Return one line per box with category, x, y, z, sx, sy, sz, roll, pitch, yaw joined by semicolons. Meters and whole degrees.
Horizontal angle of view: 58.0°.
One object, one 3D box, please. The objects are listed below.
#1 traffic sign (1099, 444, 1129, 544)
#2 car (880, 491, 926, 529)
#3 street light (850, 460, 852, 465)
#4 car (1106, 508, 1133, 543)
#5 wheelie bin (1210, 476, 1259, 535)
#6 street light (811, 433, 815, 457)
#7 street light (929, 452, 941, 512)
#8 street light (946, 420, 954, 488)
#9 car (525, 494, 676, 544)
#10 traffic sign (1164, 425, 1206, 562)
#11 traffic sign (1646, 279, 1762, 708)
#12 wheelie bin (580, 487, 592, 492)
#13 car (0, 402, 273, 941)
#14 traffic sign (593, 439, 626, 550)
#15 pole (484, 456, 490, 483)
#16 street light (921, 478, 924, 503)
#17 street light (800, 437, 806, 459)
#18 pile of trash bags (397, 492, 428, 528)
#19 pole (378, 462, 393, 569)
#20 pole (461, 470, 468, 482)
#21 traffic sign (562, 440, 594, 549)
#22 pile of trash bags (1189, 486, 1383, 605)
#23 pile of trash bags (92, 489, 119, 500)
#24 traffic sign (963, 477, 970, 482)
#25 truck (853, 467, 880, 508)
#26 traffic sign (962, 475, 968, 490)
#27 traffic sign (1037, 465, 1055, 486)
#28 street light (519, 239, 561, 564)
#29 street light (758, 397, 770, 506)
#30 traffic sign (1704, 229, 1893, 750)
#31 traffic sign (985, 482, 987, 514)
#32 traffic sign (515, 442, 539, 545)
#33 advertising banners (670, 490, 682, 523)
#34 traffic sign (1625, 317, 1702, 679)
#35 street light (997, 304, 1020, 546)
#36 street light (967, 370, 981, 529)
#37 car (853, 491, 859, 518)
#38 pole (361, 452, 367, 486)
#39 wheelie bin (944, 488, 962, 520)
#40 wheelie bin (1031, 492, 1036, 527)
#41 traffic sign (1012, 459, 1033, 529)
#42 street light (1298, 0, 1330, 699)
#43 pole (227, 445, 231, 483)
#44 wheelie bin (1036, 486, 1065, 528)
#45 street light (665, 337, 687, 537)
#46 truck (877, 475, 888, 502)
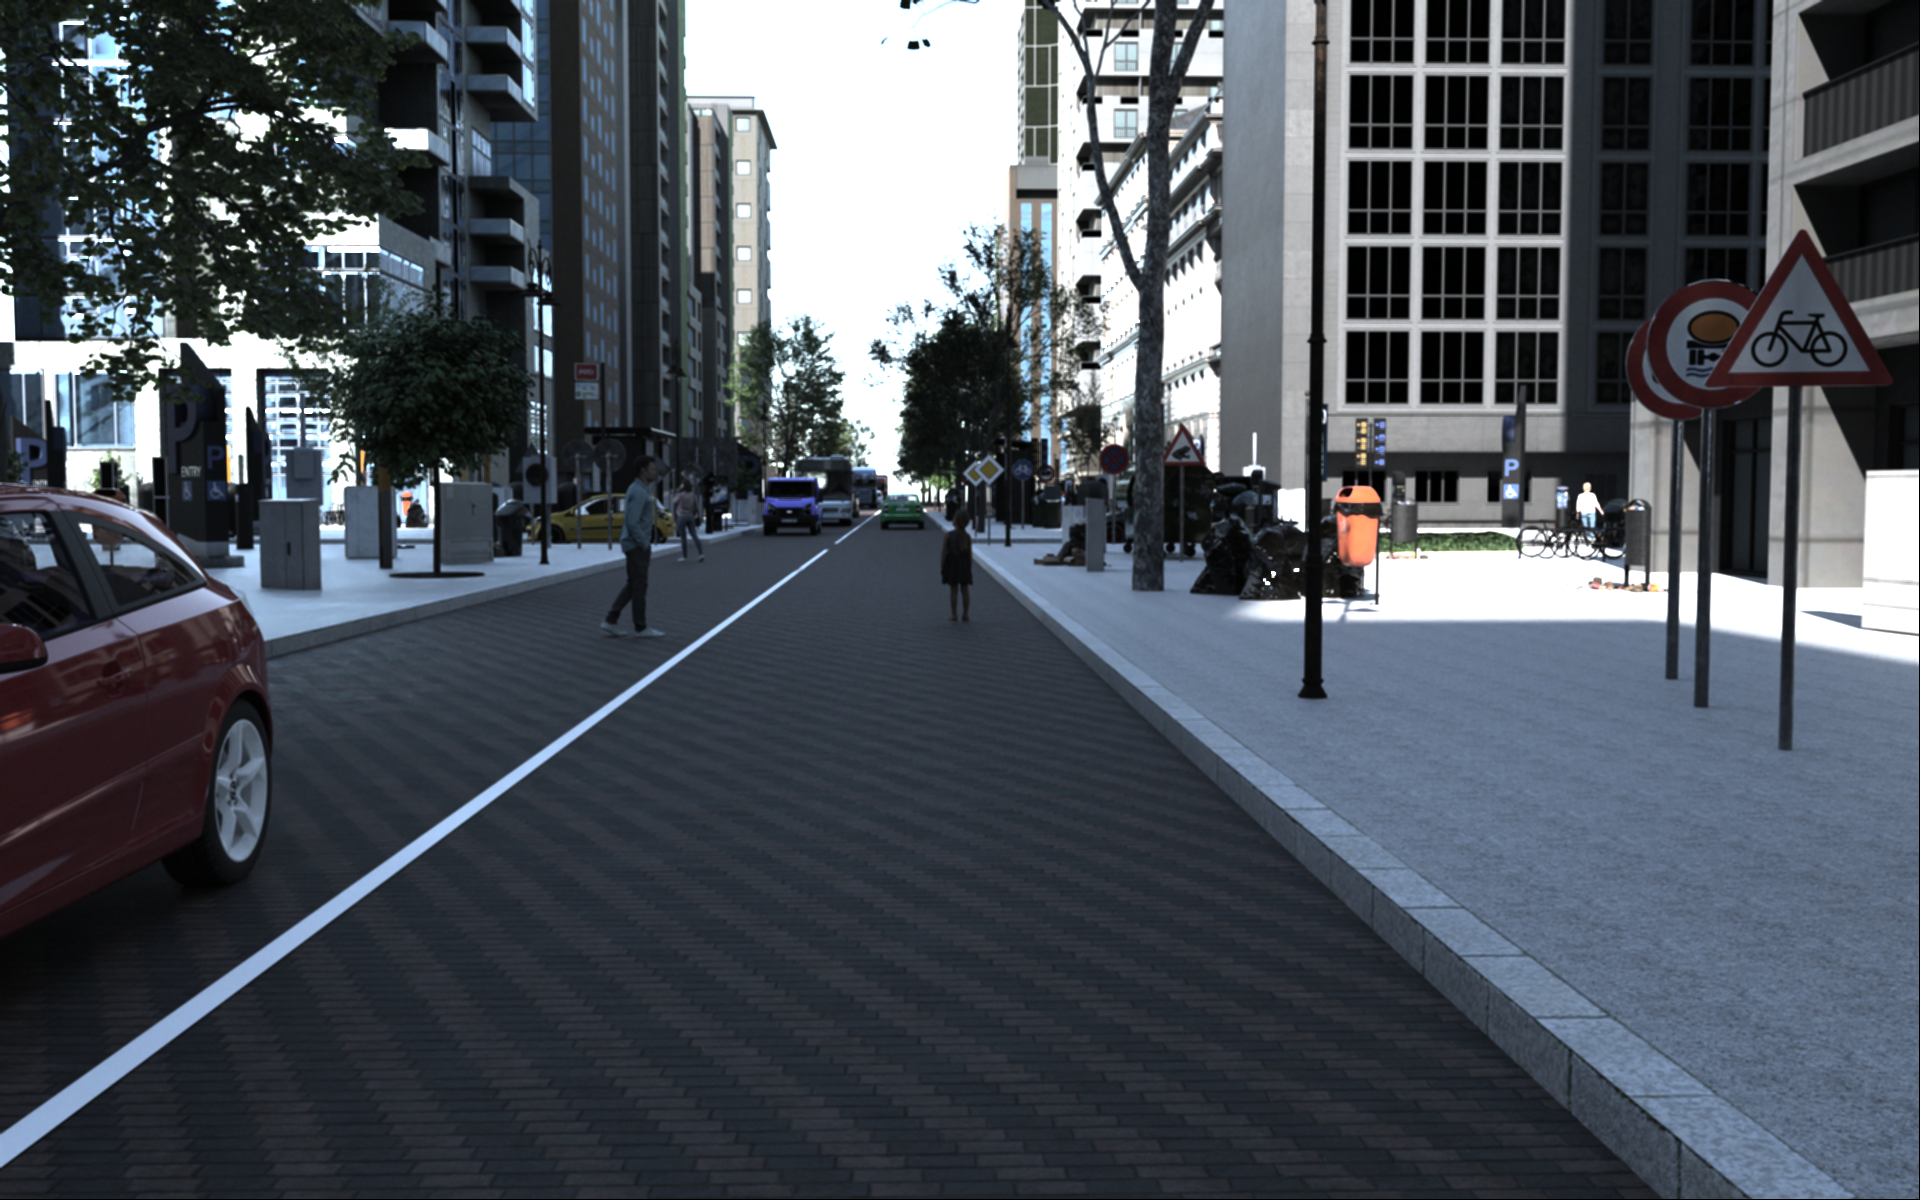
traffic sign;3.943;-2.704;44.322;0.768;2.556;0.104;0;4;8
car;-2.377;-3.868;72.038;1.959;1.807;4.718;0;4;-1
street light;-13.395;-14.594;211.391;0.468;5.910;1.993;0;4;-2
car;5.313;-2.267;46.855;4.222;1.686;2.009;0;3;0
wheelie bin;4.824;-1.378;30.435;0.980;1.594;0.693;2;4;25
street light;-10.808;-9.475;127.697;0.468;5.910;1.993;0;4;-2
street light;-2.004;-10.134;138.485;0.468;5.910;1.993;0;4;-2
street light;-0.554;-7.438;94.403;0.468;5.910;1.993;0;4;-2
car;-9.719;-2.244;46.910;3.980;1.641;2.015;0;4;-3
traffic sign;4.170;-1.991;32.559;0.884;2.594;0.081;0;4;-1
traffic sign;4.470;-0.628;10.366;0.768;2.556;0.104;0;4;5
wheelie bin;-16.204;-3.995;73.224;0.980;1.594;0.693;1;4;11
car;-3.460;0.253;4.903;2.155;1.783;4.494;0;4;-3
traffic sign;-8.054;-2.428;39.799;0.768;2.556;0.104;0;4;4
pole;-13.721;-3.452;50.281;0.158;3.312;0.155;0;3;0
street light;-4.034;-14.018;201.987;0.468;5.910;1.993;0;4;-2
street light;-10.396;-8.663;114.435;0.468;5.910;1.993;0;4;-2
pile of trash bags;-21.264;-3.450;66.152;1.912;1.369;3.447;-1;4;-13
pole;-9.877;-2.193;29.704;0.158;3.312;0.155;0;3;0
pole;-15.050;-3.594;52.607;0.158;3.312;0.155;0;3;0
traffic sign;-8.947;-2.479;40.635;0.768;2.556;0.104;0;4;2
pile of trash bags;4.235;-0.708;21.330;1.912;1.369;3.447;-1;4;-15
pile of trash bags;-15.376;-1.124;28.128;3.447;1.369;1.912;-1;4;-17
traffic sign;0.570;-4.520;73.902;0.884;2.594;0.081;0;4;3
truck;-9.753;-11.538;178.401;2.967;4.110;18.799;0;4;-3
traffic sign;0.494;-6.571;107.535;0.768;2.556;0.104;0;4;1
traffic sign;3.723;-4.586;75.089;0.768;2.556;0.104;0;4;5
street light;-7.635;-3.599;31.631;0.468;5.910;1.993;0;4;-2
street light;-9.336;-6.731;82.837;0.468;5.910;1.993;0;4;-2
traffic sign;4.141;-0.527;8.617;0.884;2.594;0.081;0;4;7
traffic sign;1.372;-5.790;94.773;0.768;2.556;0.104;0;4;0
traffic sign;-10.746;-2.662;43.528;0.884;2.594;0.081;0;4;-1
advertising banners;-11.308;-4.470;69.275;2.074;3.025;0.090;2;4;35
traffic sign;4.940;-0.724;11.945;0.768;2.556;0.104;0;4;1
street light;1.177;-4.253;42.328;0.468;5.910;1.993;0;4;-2
street light;0.503;-5.496;62.643;0.468;5.910;1.993;0;4;-2
car;-7.312;-6.008;106.905;2.281;1.827;5.304;0;4;-1
pole;-21.720;-4.239;63.148;0.158;3.312;0.155;0;3;0
wheelie bin;-0.340;-4.740;85.406;0.693;1.594;0.980;-2;4;-34
wheelie bin;3.096;-3.625;67.169;0.693;1.594;0.980;0;4;2
traffic sign;2.291;-3.857;63.165;0.768;2.556;0.104;0;4;-2
street light;2.227;-2.323;10.762;0.468;5.910;1.993;0;4;-2
pole;-30.127;-4.743;71.391;0.158;3.312;0.155;0;3;0
wheelie bin;3.438;-3.479;64.783;0.980;1.594;0.693;0;4;3
street light;-8.365;-4.800;51.268;0.468;5.910;1.993;0;4;-2
truck;-11.808;-16.053;251.387;2.839;4.237;11.283;0;4;0
